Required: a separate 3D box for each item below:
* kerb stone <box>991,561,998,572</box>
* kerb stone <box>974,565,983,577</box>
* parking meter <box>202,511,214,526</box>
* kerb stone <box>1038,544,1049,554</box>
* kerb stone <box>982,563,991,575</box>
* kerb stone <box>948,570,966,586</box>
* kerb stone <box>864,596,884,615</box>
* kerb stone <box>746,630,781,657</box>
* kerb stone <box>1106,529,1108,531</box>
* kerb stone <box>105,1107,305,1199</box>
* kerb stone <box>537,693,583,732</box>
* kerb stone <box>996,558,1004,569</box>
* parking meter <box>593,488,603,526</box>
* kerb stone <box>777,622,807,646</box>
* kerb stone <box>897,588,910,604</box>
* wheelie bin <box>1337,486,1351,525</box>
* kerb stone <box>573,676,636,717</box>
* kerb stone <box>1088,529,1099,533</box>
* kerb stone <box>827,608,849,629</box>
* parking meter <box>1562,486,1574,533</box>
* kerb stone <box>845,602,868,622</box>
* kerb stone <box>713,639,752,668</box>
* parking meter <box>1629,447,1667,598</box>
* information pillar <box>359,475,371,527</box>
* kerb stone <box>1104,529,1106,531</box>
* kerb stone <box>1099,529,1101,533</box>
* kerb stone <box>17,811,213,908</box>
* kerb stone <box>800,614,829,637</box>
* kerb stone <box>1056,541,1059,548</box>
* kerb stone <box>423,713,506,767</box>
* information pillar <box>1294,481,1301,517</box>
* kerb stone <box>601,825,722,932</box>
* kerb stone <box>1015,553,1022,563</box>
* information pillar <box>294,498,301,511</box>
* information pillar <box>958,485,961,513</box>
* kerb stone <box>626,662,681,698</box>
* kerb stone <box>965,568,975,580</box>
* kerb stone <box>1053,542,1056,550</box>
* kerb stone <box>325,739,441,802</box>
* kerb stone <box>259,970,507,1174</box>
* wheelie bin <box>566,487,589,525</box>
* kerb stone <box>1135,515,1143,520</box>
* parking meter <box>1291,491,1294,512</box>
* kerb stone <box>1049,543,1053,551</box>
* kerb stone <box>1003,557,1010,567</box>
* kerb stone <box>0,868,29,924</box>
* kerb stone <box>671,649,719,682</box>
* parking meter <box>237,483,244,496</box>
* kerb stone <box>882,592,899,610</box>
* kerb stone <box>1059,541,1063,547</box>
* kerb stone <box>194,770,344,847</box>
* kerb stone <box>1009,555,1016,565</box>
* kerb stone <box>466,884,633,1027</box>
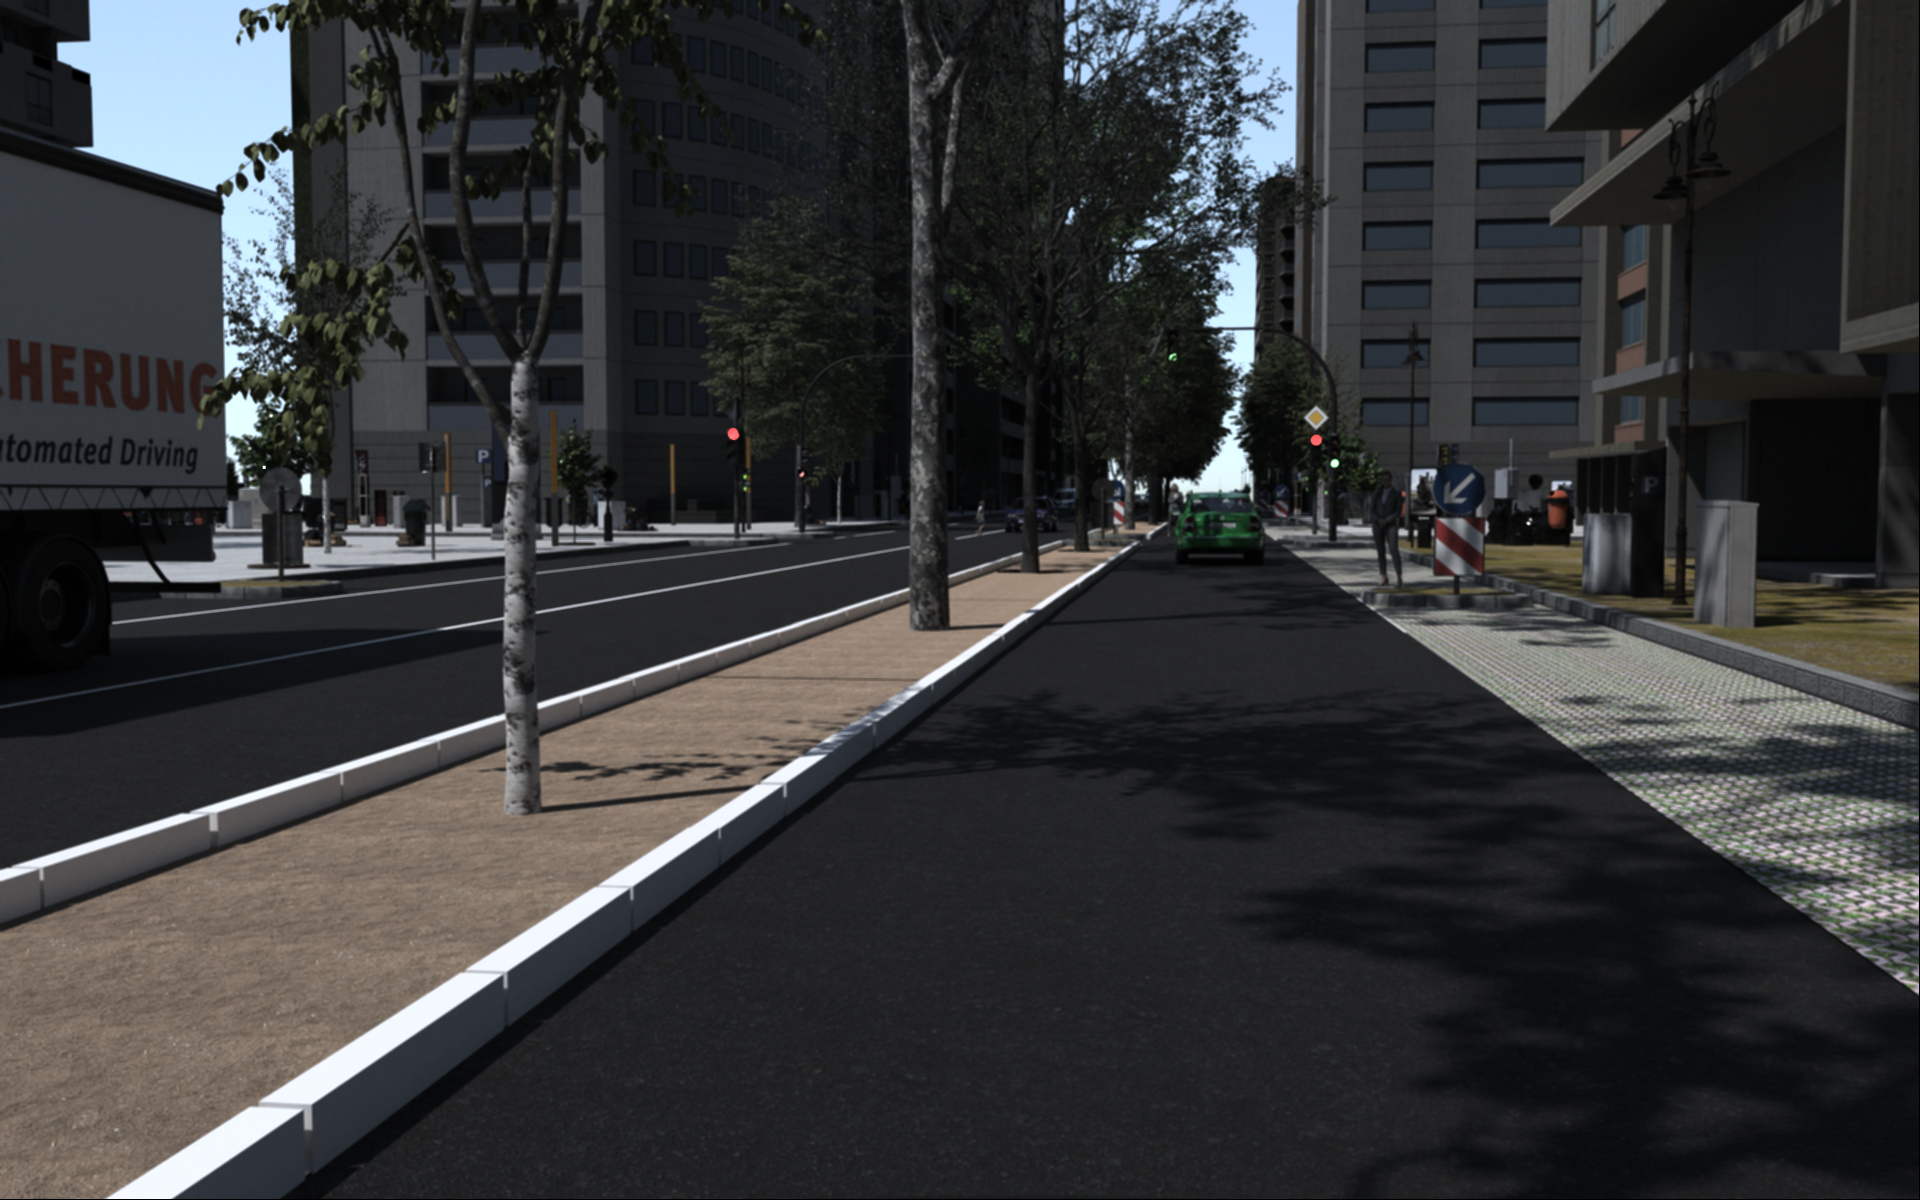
[{"bbox_3d":[0.527,-0.590,31.849,0.120,0.150,1.000,1,4,8],"label":"kerb stone"},{"bbox_3d":[0.229,-0.463,29.807,0.120,0.150,1.000,1,4,8],"label":"kerb stone"},{"bbox_3d":[-27.623,-3.375,63.589,0.372,1.533,0.369,0,3,0],"label":"parking meter"},{"bbox_3d":[1.989,-1.210,41.979,0.120,0.150,1.000,1,4,8],"label":"kerb stone"},{"bbox_3d":[0.384,-0.527,30.828,0.120,0.150,1.000,1,4,8],"label":"kerb stone"},{"bbox_3d":[-0.066,-0.337,27.776,0.120,0.150,1.000,1,4,8],"label":"kerb stone"},{"bbox_3d":[-1.091,0.093,20.672,0.120,0.150,1.000,1,4,8],"label":"kerb stone"},{"bbox_3d":[-1.815,0.407,15.599,0.120,0.150,1.000,1,4,8],"label":"kerb stone"},{"bbox_3d":[5.427,-2.668,65.819,0.120,0.150,1.000,1,4,8],"label":"kerb stone"},{"bbox_3d":[-1.498,1.166,3.129,0.120,0.150,1.000,1,4,8],"label":"kerb stone"},{"bbox_3d":[-2.547,0.714,10.537,0.120,0.150,1.000,1,4,8],"label":"kerb stone"},{"bbox_3d":[0.674,-0.647,32.861,0.120,0.150,1.000,1,4,8],"label":"kerb stone"},{"bbox_3d":[-14.379,-3.698,68.867,0.372,1.533,0.369,0,3,0],"label":"parking meter"},{"bbox_3d":[-1.669,0.348,16.611,0.120,0.150,1.000,1,4,8],"label":"kerb stone"},{"bbox_3d":[-0.789,-0.031,22.701,0.120,0.150,1.000,1,4,8],"label":"kerb stone"},{"bbox_3d":[15.611,-3.871,71.203,0.980,1.594,0.693,3,4,36],"label":"wheelie bin"},{"bbox_3d":[-2.400,0.654,11.550,0.120,0.150,1.000,1,4,8],"label":"kerb stone"},{"bbox_3d":[4.687,-2.357,60.740,0.120,0.150,1.000,1,4,8],"label":"kerb stone"},{"bbox_3d":[-1.383,0.224,18.637,0.120,0.150,1.000,1,4,8],"label":"kerb stone"},{"bbox_3d":[19.815,-2.940,56.481,0.372,1.533,0.369,0,3,0],"label":"parking meter"},{"bbox_3d":[-1.235,0.155,19.655,0.120,0.150,1.000,1,4,8],"label":"kerb stone"},{"bbox_3d":[-1.962,0.466,14.587,0.120,0.150,1.000,1,4,8],"label":"kerb stone"},{"bbox_3d":[8.488,-0.960,21.399,0.399,1.863,0.255,1,4,10],"label":"parking meter"},{"bbox_3d":[-22.914,-3.803,66.669,0.304,2.012,0.304,0,4,7],"label":"information pillar"},{"bbox_3d":[5.279,-2.600,64.797,0.120,0.150,1.000,1,4,8],"label":"kerb stone"},{"bbox_3d":[4.834,-2.420,61.760,0.120,0.150,1.000,1,4,8],"label":"kerb stone"},{"bbox_3d":[-3.137,0.963,6.456,0.120,0.150,1.000,1,4,8],"label":"kerb stone"},{"bbox_3d":[-1.529,0.283,17.624,0.120,0.150,1.000,1,4,8],"label":"kerb stone"},{"bbox_3d":[2.416,-1.389,45.030,0.120,0.150,1.000,1,4,8],"label":"kerb stone"},{"bbox_3d":[-2.696,0.776,9.515,0.120,0.150,1.000,1,4,8],"label":"kerb stone"},{"bbox_3d":[18.661,-5.578,95.698,0.304,2.012,0.304,-1,4,-15],"label":"information pillar"},{"bbox_3d":[-1.057,0.980,6.169,0.120,0.150,1.000,1,4,8],"label":"kerb stone"},{"bbox_3d":[1.111,-0.839,35.905,0.120,0.150,1.000,1,4,8],"label":"kerb stone"},{"bbox_3d":[-38.942,-5.947,101.733,0.304,2.012,0.304,-3,5,-43],"label":"information pillar"},{"bbox_3d":[0.034,-6.880,116.980,0.304,2.012,0.304,1,4,12],"label":"information pillar"},{"bbox_3d":[-2.254,0.589,12.564,0.120,0.150,1.000,1,4,8],"label":"kerb stone"},{"bbox_3d":[0.083,-0.404,28.796,0.120,0.150,1.000,1,4,8],"label":"kerb stone"},{"bbox_3d":[2.282,-1.334,44.016,0.120,0.150,1.000,1,4,8],"label":"kerb stone"},{"bbox_3d":[-2.837,0.839,8.503,0.120,0.150,1.000,1,4,8],"label":"kerb stone"},{"bbox_3d":[-1.350,1.104,4.145,0.120,0.150,1.000,1,4,8],"label":"kerb stone"},{"bbox_3d":[-15.622,-3.857,70.963,0.693,1.594,0.980,3,5,44],"label":"wheelie bin"},{"bbox_3d":[10.251,-4.719,99.348,0.120,0.150,1.000,1,4,8],"label":"kerb stone"},{"bbox_3d":[23.929,-7.084,124.239,0.372,1.533,0.369,0,3,0],"label":"parking meter"},{"bbox_3d":[2.134,-1.273,43.004,0.120,0.150,1.000,1,4,8],"label":"kerb stone"},{"bbox_3d":[0.821,-0.714,33.872,0.120,0.150,1.000,1,4,8],"label":"kerb stone"},{"bbox_3d":[-3.280,1.025,5.444,0.120,0.150,1.000,1,4,8],"label":"kerb stone"},{"bbox_3d":[-2.108,0.527,13.575,0.120,0.150,1.000,1,4,8],"label":"kerb stone"},{"bbox_3d":[-37.671,-5.199,90.713,0.255,1.863,0.399,0,4,0],"label":"parking meter"},{"bbox_3d":[-0.939,0.031,21.690,0.120,0.150,1.000,1,4,8],"label":"kerb stone"},{"bbox_3d":[2.569,-1.459,46.048,0.120,0.150,1.000,1,4,8],"label":"kerb stone"},{"bbox_3d":[-2.979,0.900,7.482,0.120,0.150,1.000,1,4,8],"label":"kerb stone"},{"bbox_3d":[0.956,-0.776,34.885,0.120,0.150,1.000,1,4,8],"label":"kerb stone"},{"bbox_3d":[-1.204,1.042,5.157,0.120,0.150,1.000,1,4,8],"label":"kerb stone"}]
